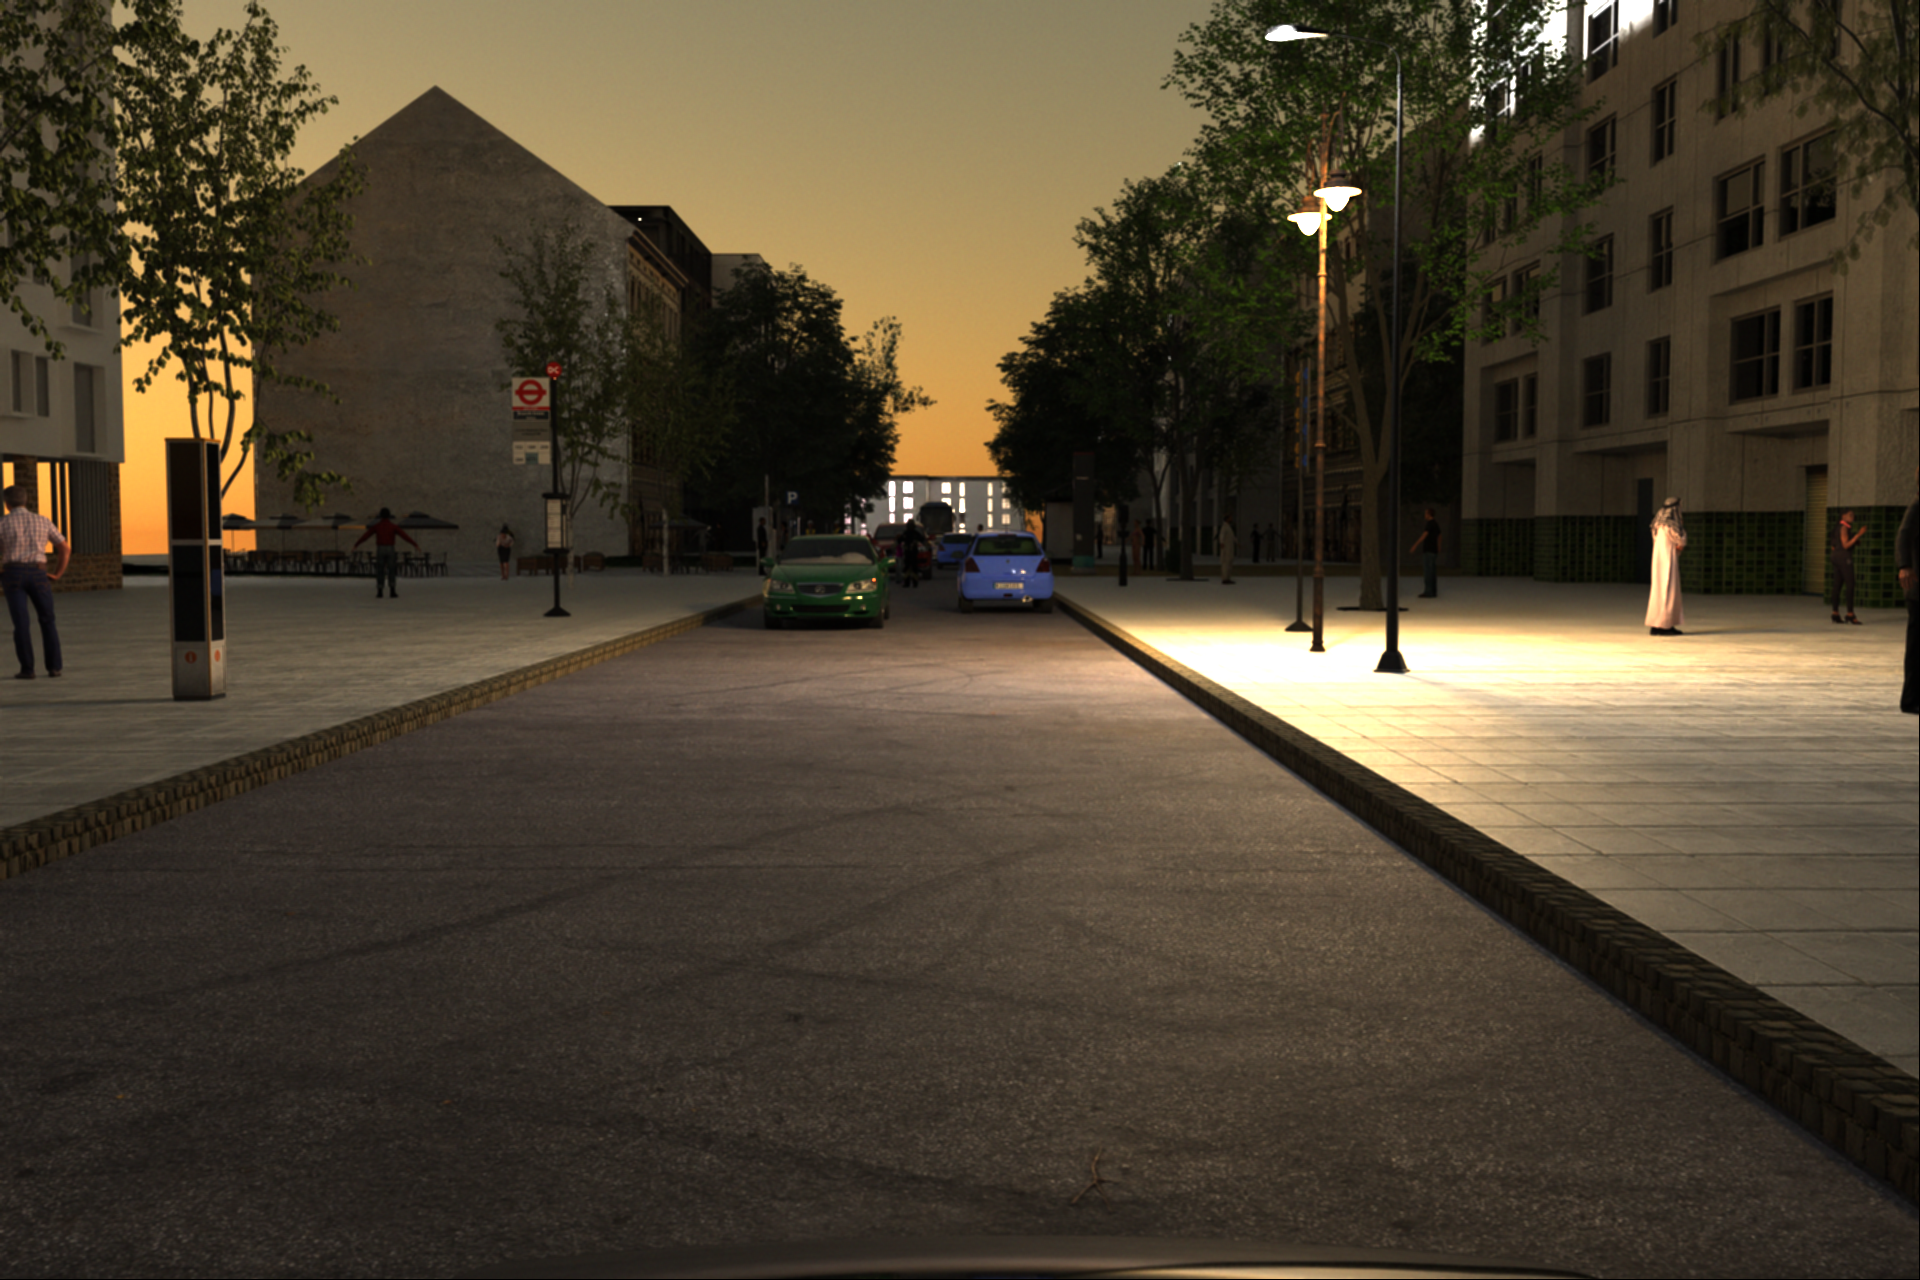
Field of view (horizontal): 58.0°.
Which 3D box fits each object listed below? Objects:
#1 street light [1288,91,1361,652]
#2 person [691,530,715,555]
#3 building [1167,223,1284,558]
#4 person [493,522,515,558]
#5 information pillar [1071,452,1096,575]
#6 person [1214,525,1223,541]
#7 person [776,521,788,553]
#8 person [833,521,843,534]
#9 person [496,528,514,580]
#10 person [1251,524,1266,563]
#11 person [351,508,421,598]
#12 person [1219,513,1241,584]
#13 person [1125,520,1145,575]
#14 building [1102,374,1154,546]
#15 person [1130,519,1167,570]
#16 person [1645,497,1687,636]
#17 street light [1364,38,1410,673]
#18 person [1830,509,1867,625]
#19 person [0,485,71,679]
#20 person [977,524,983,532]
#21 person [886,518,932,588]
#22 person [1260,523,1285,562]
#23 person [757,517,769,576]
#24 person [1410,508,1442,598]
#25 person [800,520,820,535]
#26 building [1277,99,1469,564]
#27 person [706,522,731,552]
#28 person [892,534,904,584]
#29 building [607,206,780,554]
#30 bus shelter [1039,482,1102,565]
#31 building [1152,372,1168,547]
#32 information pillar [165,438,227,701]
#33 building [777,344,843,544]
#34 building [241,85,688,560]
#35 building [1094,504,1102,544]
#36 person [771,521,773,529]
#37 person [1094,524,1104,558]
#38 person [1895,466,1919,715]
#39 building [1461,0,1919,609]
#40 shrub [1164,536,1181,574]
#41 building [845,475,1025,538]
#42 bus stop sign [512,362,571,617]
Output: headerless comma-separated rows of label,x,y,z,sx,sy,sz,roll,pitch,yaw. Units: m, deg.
street light,3.901,-2.809,18.718,0.468,5.910,1.993,0,3,0
person,-13.514,-5.188,91.009,1.347,1.806,0.705,1,4,12
building,23.115,-14.723,107.183,16.747,18.905,31.486,0,3,0
person,-22.189,-4.815,84.487,0.705,1.858,1.354,2,4,30
information pillar,3.928,-4.015,55.026,0.750,3.857,0.750,0,4,0
person,13.550,-5.042,88.621,1.347,1.806,0.705,3,4,38
person,-7.603,-4.175,74.410,0.704,1.843,1.345,-2,4,-28
person,-5.060,-3.974,70.945,0.705,1.833,1.349,-2,4,-32
person,-12.619,-2.363,47.862,0.628,1.438,0.799,-3,5,-42
person,13.036,-4.223,75.767,0.721,1.740,1.216,3,5,39
person,-11.610,-1.769,35.027,1.345,1.816,0.704,-1,4,-13
person,6.881,-2.342,44.381,0.704,1.819,1.344,2,4,29
person,5.444,-2.890,54.054,0.721,1.733,1.217,-2,4,-25
building,26.017,-22.240,194.558,19.493,23.208,18.063,0,4,0
person,6.737,-3.425,61.929,1.347,1.837,0.705,1,4,10
person,8.968,-0.929,21.899,0.621,1.740,0.551,-1,4,-10
street light,4.561,-2.654,15.937,1.470,5.913,1.316,0,3,0
person,12.709,-1.054,24.746,0.415,1.643,0.593,-2,4,-32
person,-8.315,-0.513,15.376,0.756,1.711,0.436,-2,4,-32
person,0.784,-3.674,68.669,0.704,1.812,1.346,-1,4,-17
person,-1.329,-2.338,46.460,1.354,1.856,0.705,1,4,23
person,14.325,-4.497,79.791,1.348,1.796,0.705,2,4,30
person,-6.092,-2.899,53.617,0.704,1.802,1.346,0,4,-2
person,9.499,-1.766,35.092,0.705,1.803,1.348,3,4,38
person,-5.284,-3.351,61.250,1.216,1.772,0.721,0,4,-2
building,26.175,-15.325,81.488,19.493,23.208,18.063,0,4,-1
person,-10.296,-4.162,74.193,0.704,1.812,1.346,3,5,44
person,-1.696,-2.342,50.015,0.599,1.433,0.991,-2,4,-33
building,-28.573,-17.149,124.361,27.936,21.610,32.646,0,3,0
bus shelter,4.415,-4.665,70.198,2.014,3.302,5.546,0,4,-2
building,25.533,-19.946,182.533,16.016,20.090,11.380,0,4,-1
information pillar,-5.910,-0.545,13.405,0.304,2.012,0.304,0,4,-1
building,-28.704,-21.952,202.890,27.936,21.610,32.646,0,4,0
building,-25.815,-16.119,94.467,19.493,23.208,18.063,0,4,-1
building,22.596,-22.701,227.573,16.016,20.090,11.380,0,4,0
person,-7.793,-3.986,71.034,0.705,1.847,1.347,0,4,6
person,7.362,-5.232,91.665,0.705,1.813,1.348,2,4,24
person,6.959,-0.380,12.392,1.348,1.807,0.705,-3,5,-41
building,24.035,-10.473,37.696,16.747,18.905,31.486,0,4,0
shrub,7.017,-2.738,55.878,1.383,1.207,1.383,0,3,0
building,-4.665,-18.527,247.526,28.070,9.664,9.099,0,4,-1
bus stop sign,-6.515,-2.339,26.952,0.855,3.939,0.416,0,4,-1
